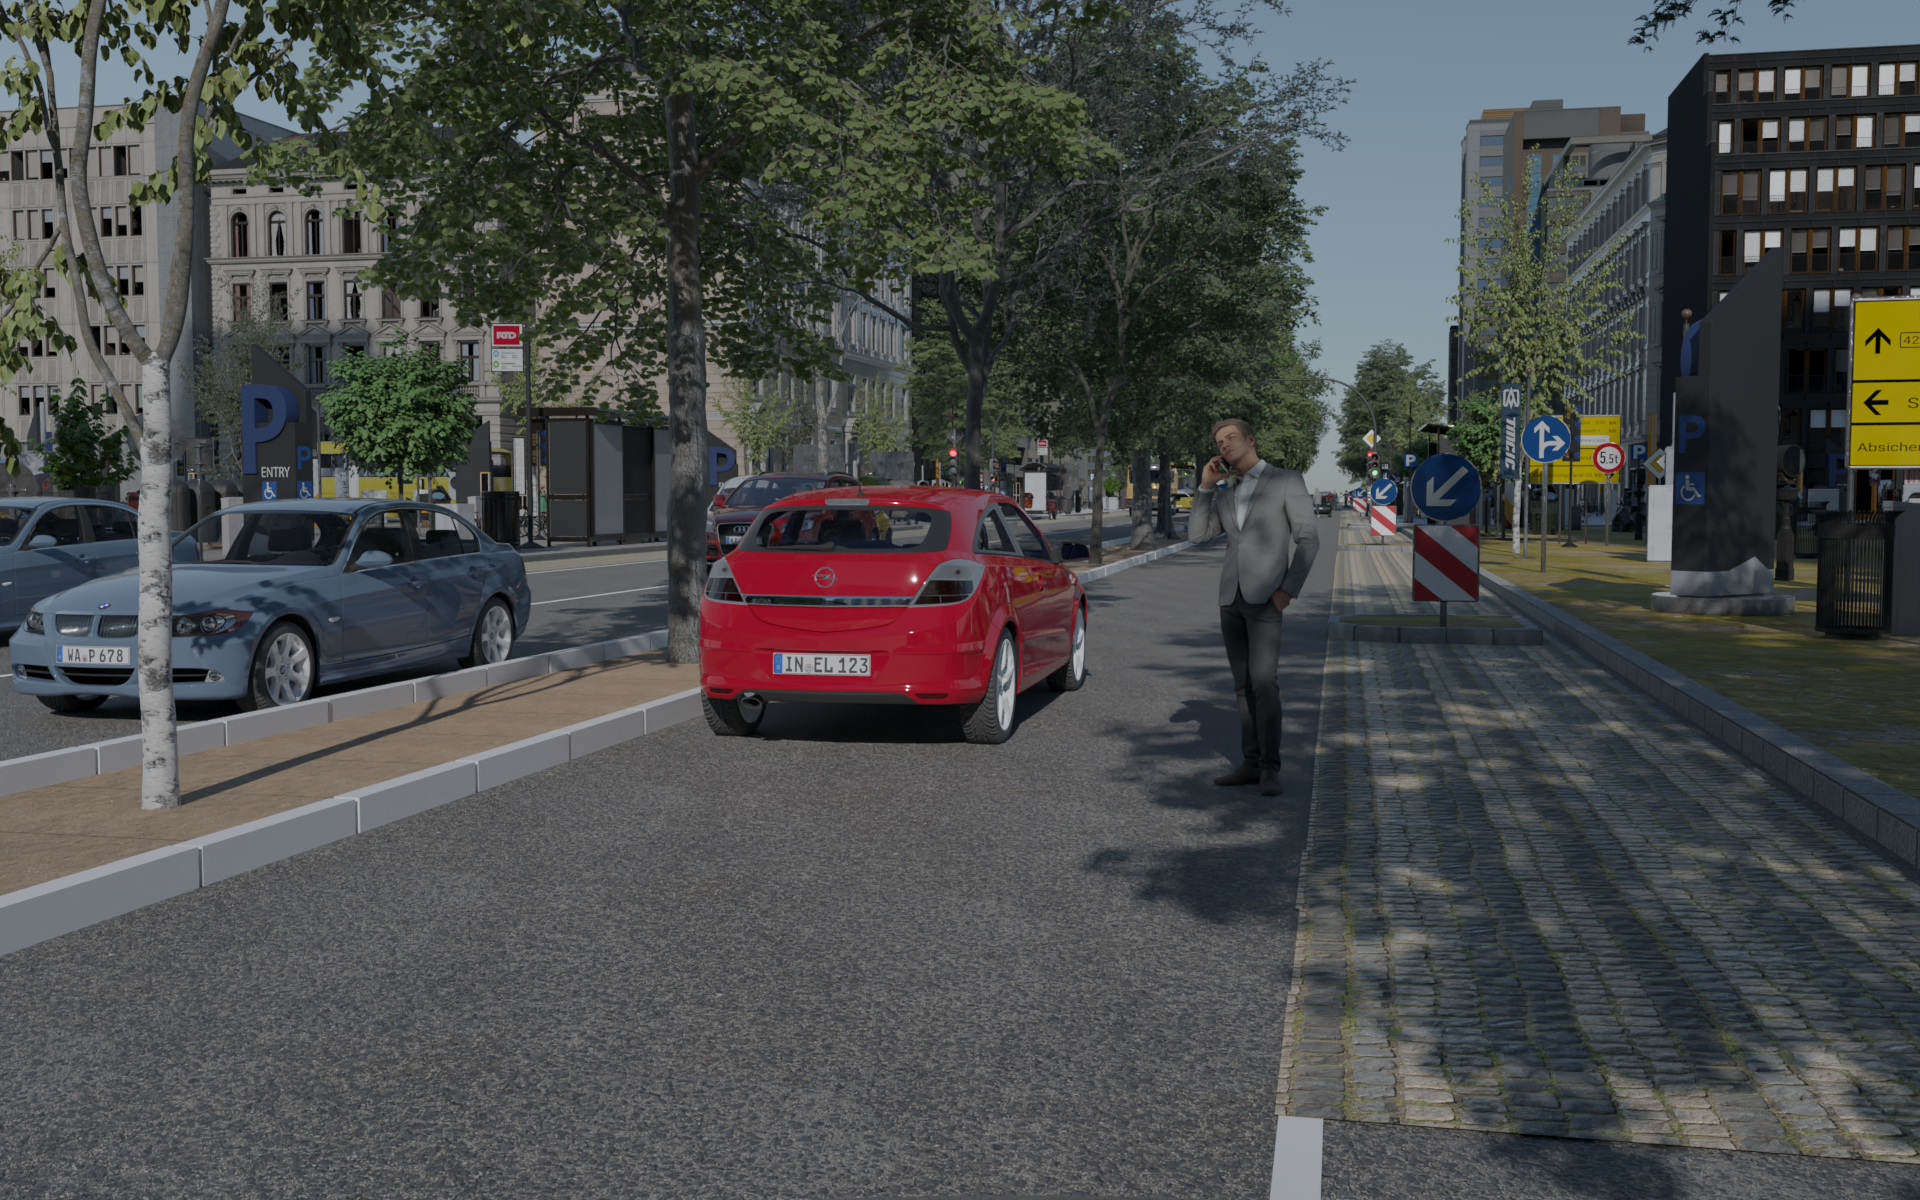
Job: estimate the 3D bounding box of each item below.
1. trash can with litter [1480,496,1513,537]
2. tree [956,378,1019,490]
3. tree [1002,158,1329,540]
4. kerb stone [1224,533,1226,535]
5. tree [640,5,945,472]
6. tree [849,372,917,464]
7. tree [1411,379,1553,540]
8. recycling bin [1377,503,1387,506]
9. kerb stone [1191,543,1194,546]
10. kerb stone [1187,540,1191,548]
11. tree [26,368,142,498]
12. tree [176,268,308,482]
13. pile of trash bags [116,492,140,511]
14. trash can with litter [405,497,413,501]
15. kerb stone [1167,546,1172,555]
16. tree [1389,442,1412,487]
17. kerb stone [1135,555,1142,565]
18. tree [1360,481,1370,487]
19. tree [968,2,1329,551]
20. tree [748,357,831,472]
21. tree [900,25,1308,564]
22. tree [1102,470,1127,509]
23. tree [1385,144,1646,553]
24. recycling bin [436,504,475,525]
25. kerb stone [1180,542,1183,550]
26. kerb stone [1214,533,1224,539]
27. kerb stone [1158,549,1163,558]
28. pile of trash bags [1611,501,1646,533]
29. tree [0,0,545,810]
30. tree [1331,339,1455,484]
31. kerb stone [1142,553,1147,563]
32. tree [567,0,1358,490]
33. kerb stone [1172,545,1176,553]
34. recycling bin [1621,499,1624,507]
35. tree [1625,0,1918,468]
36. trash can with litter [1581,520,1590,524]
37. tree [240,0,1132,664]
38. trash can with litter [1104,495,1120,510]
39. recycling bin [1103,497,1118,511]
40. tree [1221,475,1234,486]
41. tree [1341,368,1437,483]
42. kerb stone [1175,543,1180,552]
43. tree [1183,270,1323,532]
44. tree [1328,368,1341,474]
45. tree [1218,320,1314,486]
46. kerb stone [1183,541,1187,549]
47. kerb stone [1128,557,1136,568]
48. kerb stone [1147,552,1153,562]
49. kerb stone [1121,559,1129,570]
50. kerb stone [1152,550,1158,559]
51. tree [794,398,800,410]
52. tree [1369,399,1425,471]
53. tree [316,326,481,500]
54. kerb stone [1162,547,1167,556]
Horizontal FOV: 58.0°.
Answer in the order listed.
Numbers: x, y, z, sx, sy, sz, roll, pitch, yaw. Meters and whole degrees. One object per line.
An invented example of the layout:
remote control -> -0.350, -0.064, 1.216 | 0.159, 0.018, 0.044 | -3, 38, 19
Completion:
trash can with litter -> 16.233, -2.564, 52.981 | 1.678, 1.210, 2.233 | 1, 4, 19
tree -> 1.683, -8.798, 94.213 | 4.360, 8.622, 3.978 | 0, 3, 0
tree -> 6.447, -8.243, 54.243 | 9.611, 12.733, 9.660 | 0, 3, 0
kerb stone -> 9.044, -2.305, 59.879 | 0.120, 0.150, 1.000 | 1, 4, 12
tree -> -6.101, -12.601, 61.908 | 12.611, 20.169, 13.585 | 0, 3, 0
tree -> -4.972, -9.489, 105.507 | 4.737, 8.622, 4.395 | 0, 3, 0
tree -> 15.372, -3.986, 48.890 | 4.285, 4.588, 4.351 | 0, 3, 0
recycling bin -> 35.500, -8.136, 145.583 | 0.722, 1.027, 0.722 | -1, 4, -23
kerb stone -> 6.146, -1.506, 46.849 | 0.120, 0.150, 1.000 | 1, 4, 12
kerb stone -> 5.932, -1.445, 45.849 | 0.120, 0.150, 1.000 | 1, 4, 12
tree -> -13.340, -1.926, 26.084 | 1.663, 3.219, 1.824 | 0, 3, 0
tree -> -23.272, -6.498, 56.608 | 4.360, 8.622, 3.978 | 0, 3, 0
pile of trash bags -> -33.447, -3.641, 69.288 | 1.912, 1.369, 3.447 | -3, 5, -39
trash can with litter -> -20.642, -3.333, 65.884 | 1.055, 1.170, 0.624 | -2, 4, -28
kerb stone -> 4.827, -1.138, 40.840 | 0.120, 0.150, 1.000 | 1, 4, 12
tree -> 24.586, -6.631, 92.131 | 4.285, 4.588, 4.351 | 0, 3, 0
kerb stone -> 3.491, -0.773, 34.840 | 0.120, 0.150, 1.000 | 1, 4, 12
tree -> 55.728, -15.169, 231.726 | 4.285, 4.588, 4.351 | 0, 3, 0
tree -> 4.626, -8.209, 43.322 | 9.857, 13.997, 8.962 | 0, 3, 0
tree -> -8.605, -8.538, 89.956 | 4.360, 8.622, 3.978 | 0, 3, 0
tree -> 2.661, -5.983, 34.696 | 8.767, 10.594, 7.601 | 1, 4, 12
tree -> 12.024, -8.698, 136.817 | 1.663, 3.219, 1.824 | 0, 3, 0
tree -> 12.325, -5.333, 37.562 | 4.737, 8.622, 4.395 | 0, 3, 0
recycling bin -> -13.026, -1.965, 44.688 | 0.722, 1.027, 0.722 | 2, 4, 25
kerb stone -> 5.478, -1.324, 43.843 | 0.120, 0.150, 1.000 | 1, 4, 12
kerb stone -> 8.811, -2.244, 58.883 | 0.120, 0.150, 1.000 | 1, 4, 12
kerb stone -> 4.382, -1.015, 38.831 | 0.120, 0.150, 1.000 | 1, 4, 12
pile of trash bags -> 23.825, -2.963, 58.195 | 3.447, 1.369, 1.912 | 0, 4, 1
tree -> -3.624, -3.366, 7.861 | 4.737, 8.622, 4.395 | 0, 3, 0
tree -> 35.522, -14.321, 140.796 | 9.857, 13.997, 8.962 | 0, 3, 0
kerb stone -> 3.712, -0.833, 35.838 | 0.120, 0.150, 1.000 | 1, 4, 12
tree -> 0.191, -6.807, 24.125 | 12.009, 13.543, 11.850 | 0, 3, 0
kerb stone -> 5.044, -1.196, 41.844 | 0.120, 0.150, 1.000 | 1, 4, 12
recycling bin -> 38.106, -5.263, 98.601 | 0.722, 1.027, 0.722 | 3, 5, 40
tree -> 5.470, -4.462, 7.359 | 7.601, 10.594, 8.767 | 1, 4, 21
trash can with litter -> 27.147, -3.991, 76.318 | 2.233, 1.210, 1.678 | -3, 4, -38
tree -> -2.268, -5.707, 13.894 | 7.486, 12.596, 7.792 | 0, 3, 0
trash can with litter -> 11.998, -7.886, 139.989 | 2.233, 1.210, 1.678 | -1, 4, -11
recycling bin -> 11.788, -7.450, 134.366 | 0.722, 1.027, 0.722 | -1, 4, -17
tree -> 43.118, -19.957, 276.651 | 4.737, 8.622, 4.395 | 0, 3, 0
tree -> 38.449, -14.486, 153.855 | 9.611, 12.733, 9.660 | 0, 3, 0
kerb stone -> 5.266, -1.260, 42.843 | 0.120, 0.150, 1.000 | 1, 4, 12
tree -> 8.872, -8.333, 64.462 | 9.928, 11.665, 9.643 | 0, 3, 0
tree -> 15.043, -10.536, 91.735 | 9.611, 12.733, 9.660 | 0, 3, 0
tree -> 12.912, -9.911, 82.636 | 7.486, 12.596, 7.792 | 0, 3, 0
kerb stone -> 5.711, -1.385, 44.844 | 0.120, 0.150, 1.000 | 1, 4, 12
kerb stone -> 3.263, -0.712, 33.843 | 0.120, 0.150, 1.000 | 1, 4, 12
kerb stone -> 3.939, -0.895, 36.834 | 0.120, 0.150, 1.000 | 1, 4, 12
kerb stone -> 3.043, -0.651, 32.844 | 0.120, 0.150, 1.000 | 1, 4, 12
kerb stone -> 4.149, -0.957, 37.835 | 0.120, 0.150, 1.000 | 1, 4, 12
tree -> -10.291, -8.250, 85.243 | 4.737, 8.622, 4.395 | 0, 3, 0
tree -> 33.273, -11.067, 131.306 | 4.360, 8.622, 3.978 | 0, 3, 0
tree -> -10.940, -3.079, 34.059 | 4.285, 4.588, 4.351 | 0, 3, 0
kerb stone -> 4.599, -1.077, 39.830 | 0.120, 0.150, 1.000 | 1, 4, 12
